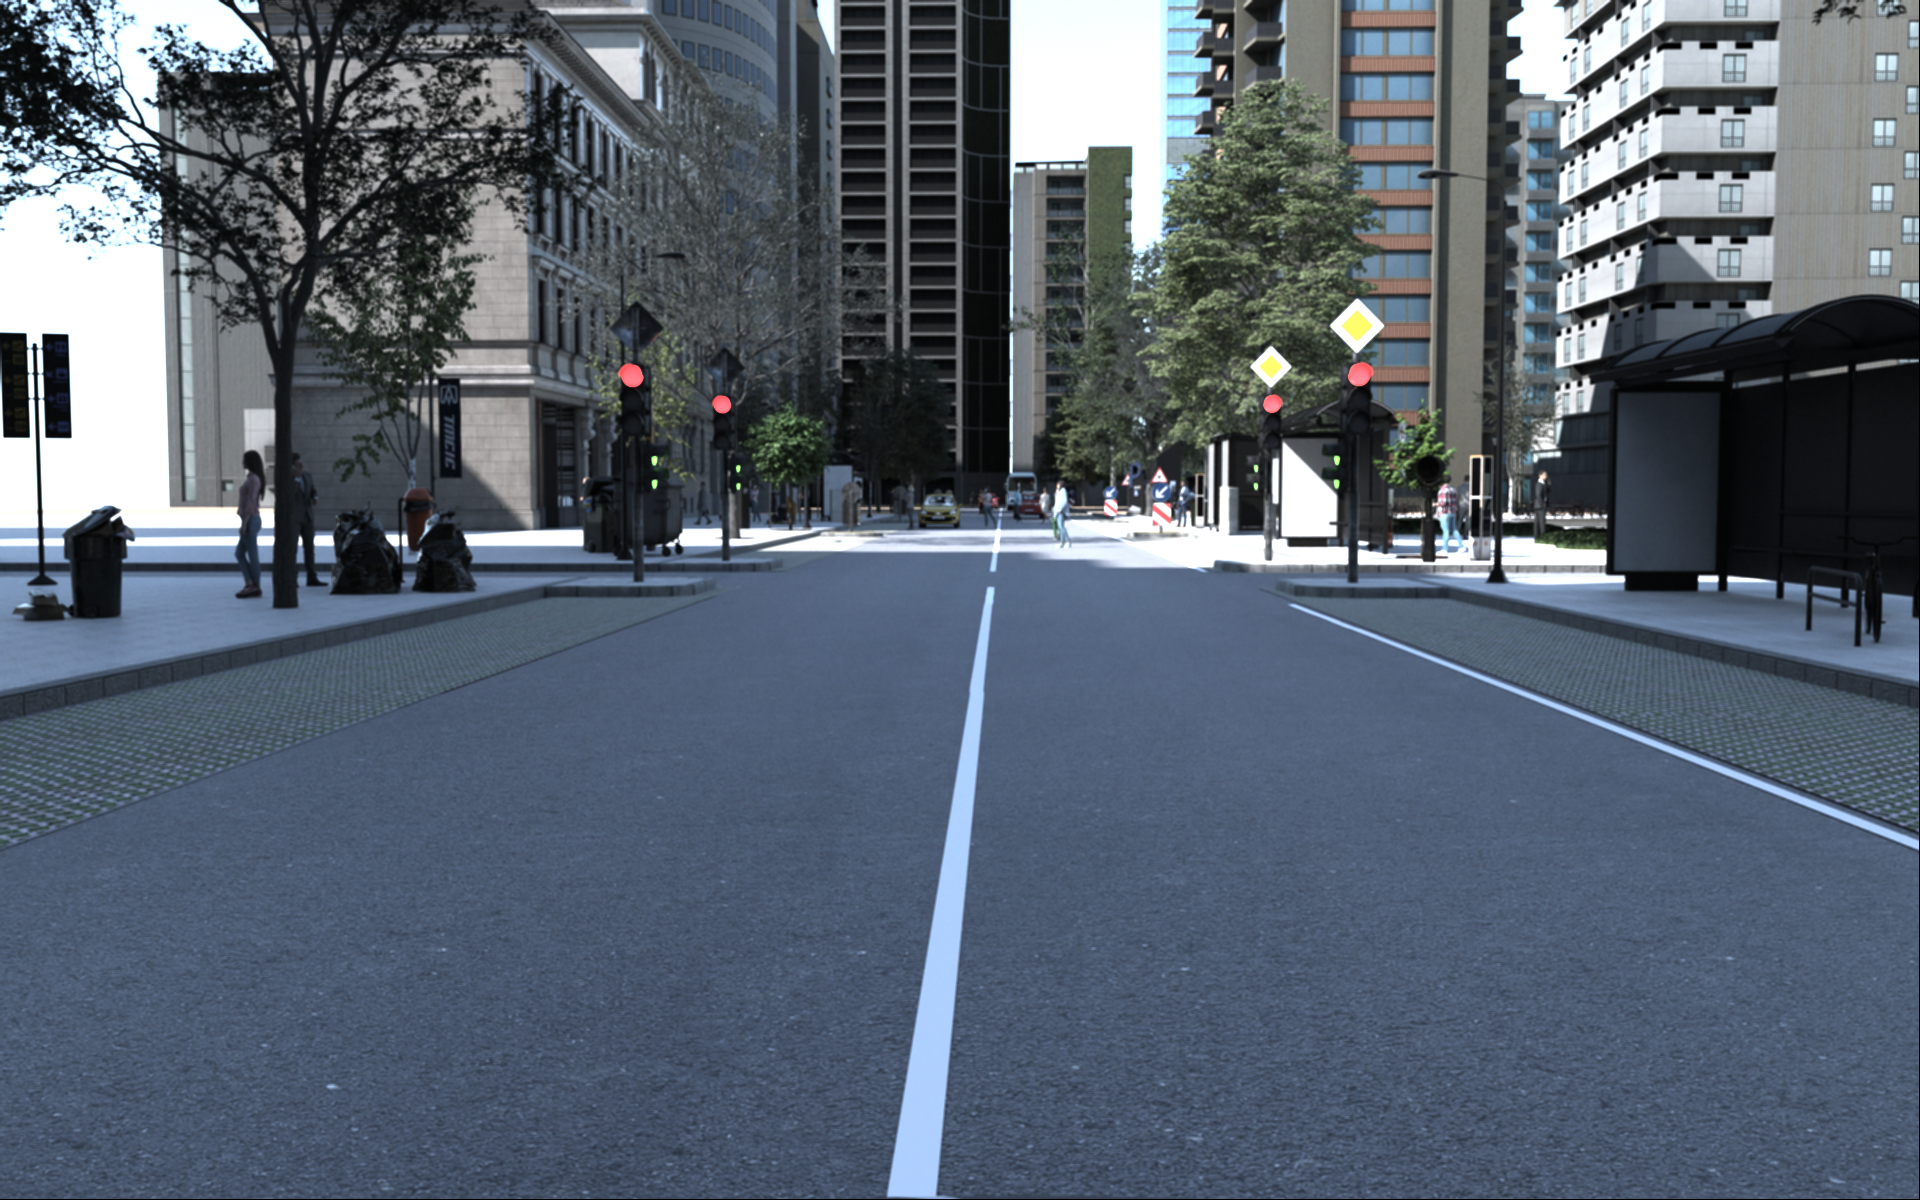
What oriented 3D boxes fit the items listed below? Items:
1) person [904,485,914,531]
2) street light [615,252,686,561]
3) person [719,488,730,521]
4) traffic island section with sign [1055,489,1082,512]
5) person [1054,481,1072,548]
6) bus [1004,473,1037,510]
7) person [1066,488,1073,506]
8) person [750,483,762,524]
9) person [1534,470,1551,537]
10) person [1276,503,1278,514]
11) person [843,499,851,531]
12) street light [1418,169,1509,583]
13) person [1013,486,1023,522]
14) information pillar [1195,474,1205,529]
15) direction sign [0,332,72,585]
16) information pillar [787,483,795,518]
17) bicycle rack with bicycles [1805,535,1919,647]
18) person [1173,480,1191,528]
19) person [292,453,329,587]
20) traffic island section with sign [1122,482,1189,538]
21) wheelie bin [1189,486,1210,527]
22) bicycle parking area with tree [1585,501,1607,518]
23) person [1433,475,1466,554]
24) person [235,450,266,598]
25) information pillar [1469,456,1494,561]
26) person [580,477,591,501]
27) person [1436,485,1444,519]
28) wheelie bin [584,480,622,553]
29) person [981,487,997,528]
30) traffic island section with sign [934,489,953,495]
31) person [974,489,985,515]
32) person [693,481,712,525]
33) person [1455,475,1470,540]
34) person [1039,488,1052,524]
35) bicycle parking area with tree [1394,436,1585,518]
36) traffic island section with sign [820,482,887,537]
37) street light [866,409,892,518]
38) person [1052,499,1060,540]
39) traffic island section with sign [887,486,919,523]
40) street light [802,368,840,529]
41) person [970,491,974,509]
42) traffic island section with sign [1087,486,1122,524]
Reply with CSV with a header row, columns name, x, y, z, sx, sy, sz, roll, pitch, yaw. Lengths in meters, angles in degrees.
name,x,y,z,sx,sy,sz,roll,pitch,yaw
person,-2.032,-3.640,68.202,0.526,1.800,0.537,2,4,35
street light,-5.954,-3.722,33.398,1.470,5.913,1.316,0,4,1
person,-11.185,-4.726,83.273,0.822,1.834,0.622,0,4,-7
traffic island section with sign,8.458,-7.717,134.802,1.989,1.847,2.006,0,4,1
person,2.757,-2.298,46.338,0.793,1.790,0.793,-3,4,-37
bus,5.448,-9.810,155.246,2.948,3.499,13.247,0,4,1
person,8.129,-7.556,131.664,1.348,1.869,0.705,-3,5,-42
person,-8.843,-4.182,75.013,0.643,1.750,0.593,-1,4,-22
person,15.228,-2.433,45.187,0.474,1.900,0.648,1,4,10
person,14.706,-4.461,79.374,0.834,1.777,0.661,3,4,38
person,-4.259,-3.473,66.288,0.522,1.701,0.512,-2,4,-34
street light,7.246,-3.204,24.932,1.470,5.913,1.316,0,4,1
person,2.955,-4.831,87.510,0.620,1.820,0.660,2,4,26
information pillar,8.813,-3.615,63.592,0.304,2.012,0.304,0,4,3
direction sign,-12.979,-1.981,24.392,0.876,3.537,0.379,-1,4,-17
information pillar,-7.828,-5.419,79.949,0.504,3.616,0.183,1,4,11
bicycle rack with bicycles,8.796,-0.119,15.326,2.852,0.926,2.925,1,4,15
person,8.501,-3.659,66.054,0.419,1.800,0.721,-2,4,-34
person,-9.044,-1.104,23.891,0.447,1.846,0.655,2,4,32
traffic island section with sign,6.534,-3.000,57.670,1.989,1.847,2.006,0,4,1
wheelie bin,9.332,-3.650,67.581,0.980,1.594,0.693,-2,4,-35
bicycle parking area with tree,32.433,-6.963,100.847,9.016,4.147,8.231,2,4,34
person,10.391,-1.830,36.793,0.563,1.720,0.643,-3,5,-41
person,-8.808,-0.944,21.484,0.388,1.821,0.555,-2,4,-24
information pillar,9.987,-1.756,33.201,0.304,2.012,0.304,-2,4,-31
person,-10.309,-2.521,47.812,0.362,1.759,0.519,-2,4,-24
person,18.799,-3.739,67.451,0.850,1.792,0.678,-2,4,-25
wheelie bin,-7.726,-1.834,37.895,0.693,1.594,0.980,3,5,39
person,1.247,-3.934,73.410,0.643,1.750,0.593,3,4,36
traffic island section with sign,-1.654,-7.754,135.402,1.989,1.847,2.006,0,4,1
person,1.485,-6.857,120.709,0.705,1.812,1.348,-3,5,-43
person,-10.826,-4.074,72.756,0.767,1.812,0.694,0,4,-2
person,14.189,-2.597,48.626,0.709,1.813,0.853,2,4,32
person,4.091,-4.467,82.284,0.760,1.731,0.466,3,4,39
bicycle parking area with tree,25.278,-6.182,88.075,9.016,4.147,8.231,-1,4,-10
traffic island section with sign,-3.588,-3.016,57.932,1.989,1.847,2.006,0,4,1
street light,-4.391,-7.437,94.136,1.470,5.913,1.316,0,4,1
person,3.003,-2.502,53.664,0.306,1.304,0.590,0,4,-3
traffic island section with sign,-2.895,-4.696,85.412,1.989,1.847,2.006,0,4,1
street light,-5.125,-5.596,64.029,1.470,5.913,1.316,0,4,1
person,1.157,-9.575,165.965,0.541,1.710,0.530,-2,4,-27
traffic island section with sign,7.201,-4.648,84.617,1.989,1.847,2.006,0,4,1
